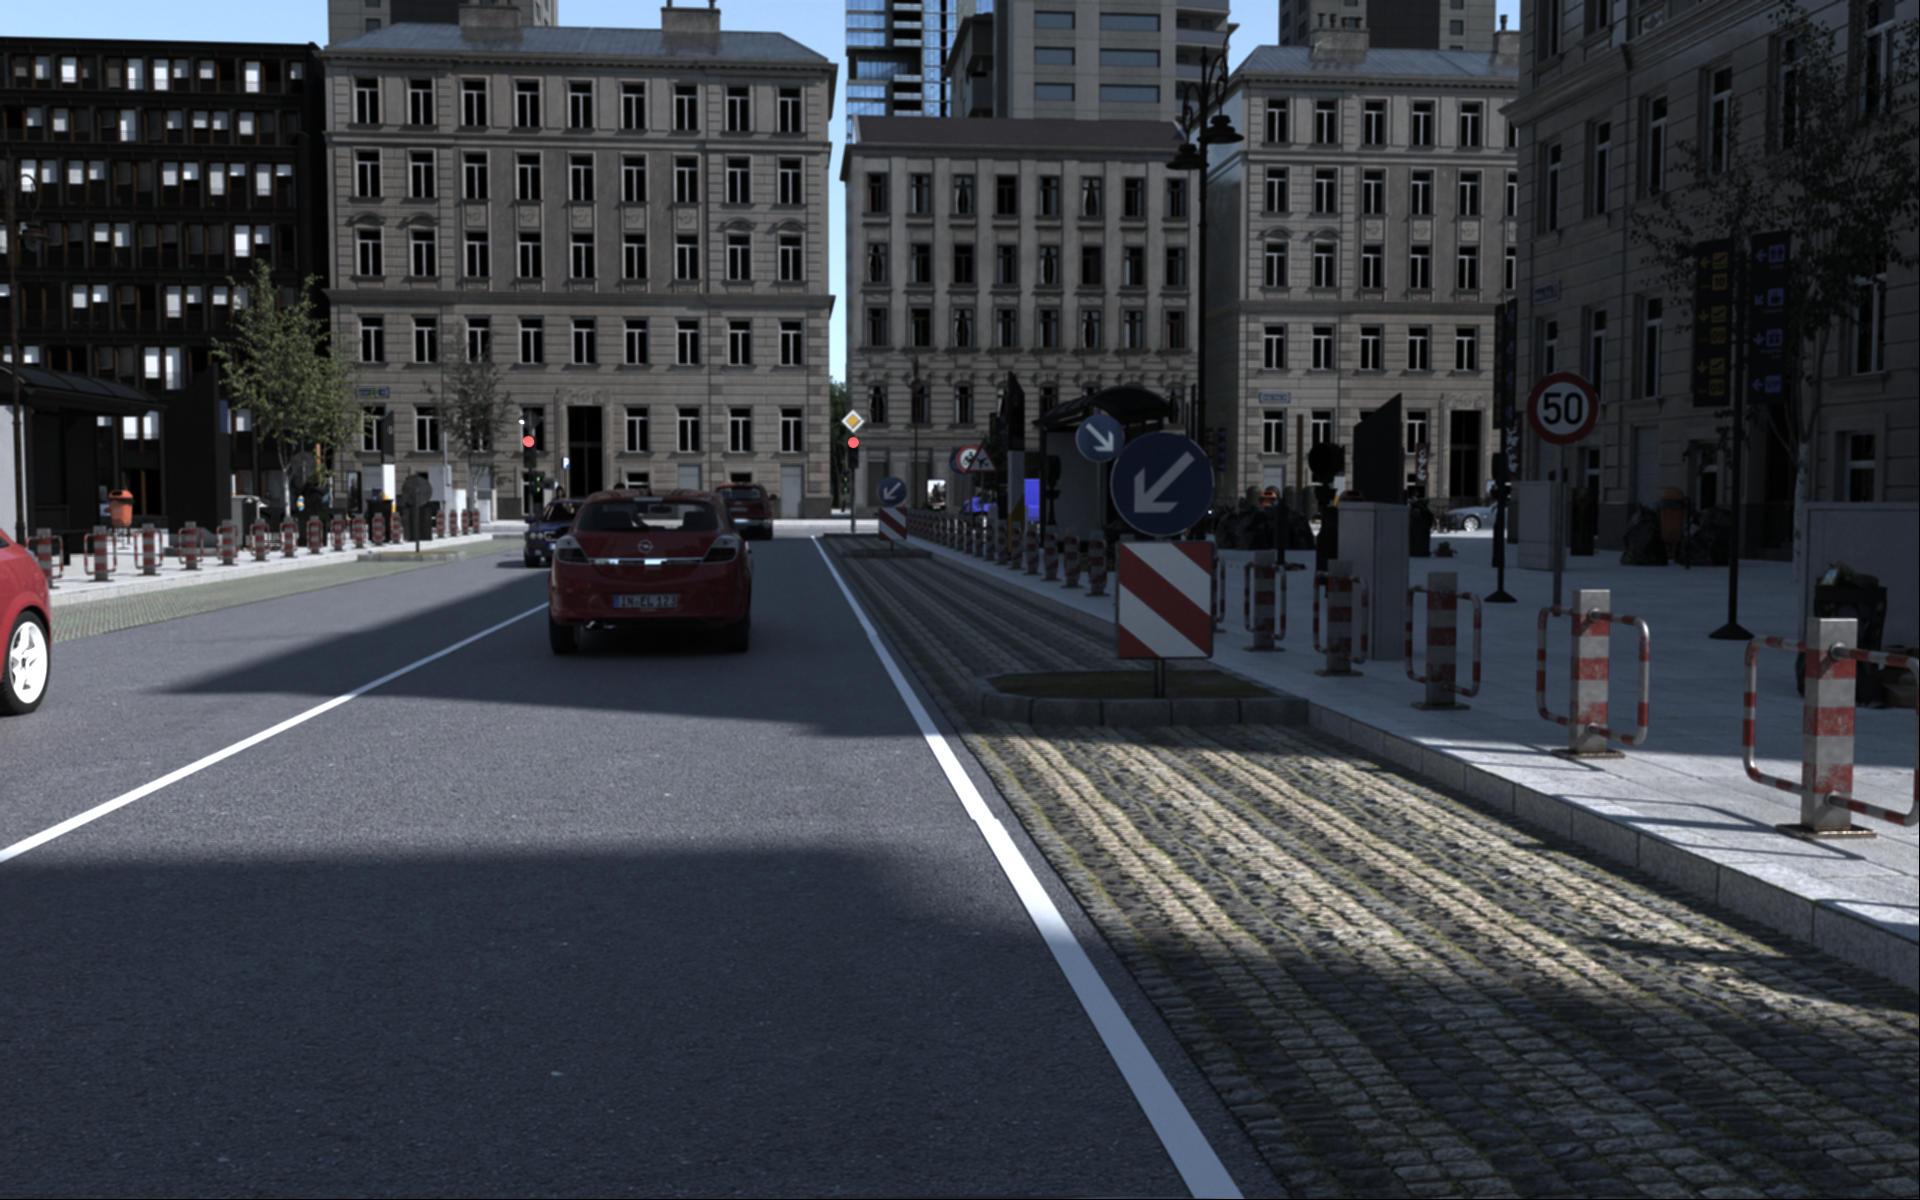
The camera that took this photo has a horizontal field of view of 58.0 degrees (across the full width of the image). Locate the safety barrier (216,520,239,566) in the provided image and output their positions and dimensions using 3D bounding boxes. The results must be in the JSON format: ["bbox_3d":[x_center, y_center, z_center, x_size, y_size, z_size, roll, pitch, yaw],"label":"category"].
[{"bbox_3d":[-13.118,-1.024,31.018,0.300,0.817,1.120,0,4,-6],"label":"safety barrier"}]

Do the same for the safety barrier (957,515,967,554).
[{"bbox_3d":[0.196,-1.395,37.079,0.300,0.817,1.120,0,4,-6],"label":"safety barrier"}]

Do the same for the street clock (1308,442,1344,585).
[{"bbox_3d":[5.143,-1.213,24.400,0.358,2.002,0.471,-2,4,-34],"label":"street clock"}]

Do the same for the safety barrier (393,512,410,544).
[{"bbox_3d":[-14.464,-1.844,44.421,0.300,0.817,1.120,0,4,-6],"label":"safety barrier"}]

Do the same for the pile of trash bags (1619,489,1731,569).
[{"bbox_3d":[12.801,-1.301,31.028,1.912,1.369,3.447,1,4,23],"label":"pile of trash bags"}]

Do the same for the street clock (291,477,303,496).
[{"bbox_3d":[-27.503,-4.121,71.950,0.358,2.002,0.471,2,4,35],"label":"street clock"}]

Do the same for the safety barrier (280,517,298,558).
[{"bbox_3d":[-13.505,-1.258,34.847,0.300,0.817,1.120,0,4,-6],"label":"safety barrier"}]

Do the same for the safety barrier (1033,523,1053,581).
[{"bbox_3d":[1.345,-0.694,25.617,0.300,0.817,1.120,0,4,-6],"label":"safety barrier"}]

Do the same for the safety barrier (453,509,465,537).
[{"bbox_3d":[-15.225,-2.310,52.051,0.300,0.817,1.120,0,4,-6],"label":"safety barrier"}]

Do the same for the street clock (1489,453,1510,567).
[{"bbox_3d":[9.446,-1.576,30.333,0.358,2.002,0.471,2,4,25],"label":"street clock"}]

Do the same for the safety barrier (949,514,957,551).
[{"bbox_3d":[0.008,-1.511,38.987,0.300,0.817,1.120,0,4,-6],"label":"safety barrier"}]

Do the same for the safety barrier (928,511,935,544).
[{"bbox_3d":[-0.568,-1.863,44.730,0.300,0.817,1.120,0,4,-6],"label":"safety barrier"}]

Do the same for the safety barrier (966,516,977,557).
[{"bbox_3d":[0.388,-1.278,35.172,0.300,0.817,1.120,0,4,-6],"label":"safety barrier"}]

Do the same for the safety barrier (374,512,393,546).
[{"bbox_3d":[-14.271,-1.727,42.508,0.300,0.817,1.120,0,4,-6],"label":"safety barrier"}]

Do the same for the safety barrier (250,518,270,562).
[{"bbox_3d":[-13.308,-1.141,32.925,0.300,0.817,1.120,0,4,-6],"label":"safety barrier"}]

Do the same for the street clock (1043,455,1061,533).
[{"bbox_3d":[1.706,-1.692,32.235,0.358,2.002,0.471,-1,4,-12],"label":"street clock"}]

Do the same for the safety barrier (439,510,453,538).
[{"bbox_3d":[-15.035,-2.194,50.143,0.300,0.817,1.120,0,4,-6],"label":"safety barrier"}]

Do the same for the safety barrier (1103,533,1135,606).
[{"bbox_3d":[1.920,-0.344,19.892,0.300,0.817,1.120,0,4,-6],"label":"safety barrier"}]

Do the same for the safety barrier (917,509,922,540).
[{"bbox_3d":[-0.954,-2.096,48.549,0.300,0.817,1.120,0,4,-6],"label":"safety barrier"}]

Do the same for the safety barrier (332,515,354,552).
[{"bbox_3d":[-13.885,-1.492,38.662,0.300,0.817,1.120,0,4,-6],"label":"safety barrier"}]

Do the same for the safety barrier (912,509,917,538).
[{"bbox_3d":[-1.147,-2.213,50.459,0.300,0.817,1.120,0,4,-6],"label":"safety barrier"}]

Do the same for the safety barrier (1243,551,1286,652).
[{"bbox_3d":[2.492,0.006,14.170,0.300,0.817,1.120,0,4,-6],"label":"safety barrier"}]

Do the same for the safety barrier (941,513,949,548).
[{"bbox_3d":[-0.187,-1.628,40.894,0.300,0.817,1.120,0,4,-6],"label":"safety barrier"}]

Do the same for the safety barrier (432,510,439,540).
[{"bbox_3d":[-14.842,-2.077,48.236,0.300,0.817,1.120,0,4,-6],"label":"safety barrier"}]

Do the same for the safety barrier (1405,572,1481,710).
[{"bbox_3d":[2.876,0.240,10.347,0.300,0.817,1.120,0,4,-6],"label":"safety barrier"}]

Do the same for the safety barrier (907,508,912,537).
[{"bbox_3d":[-1.338,-2.330,52.376,0.300,0.817,1.120,0,4,-6],"label":"safety barrier"}]

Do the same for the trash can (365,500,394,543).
[{"bbox_3d":[-15.155,-2.055,45.261,0.748,1.137,0.748,0,3,0],"label":"trash can"}]

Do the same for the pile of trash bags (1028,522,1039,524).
[{"bbox_3d":[2.999,-3.955,74.412,1.912,1.369,3.447,1,4,15],"label":"pile of trash bags"}]

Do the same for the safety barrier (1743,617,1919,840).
[{"bbox_3d":[3.260,0.476,6.500,0.300,0.817,1.120,0,4,-6],"label":"safety barrier"}]

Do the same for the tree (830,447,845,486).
[{"bbox_3d":[-16.645,-18.939,216.303,9.857,13.997,8.962,0,3,0],"label":"tree"}]

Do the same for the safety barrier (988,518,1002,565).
[{"bbox_3d":[0.770,-1.045,31.357,0.300,0.817,1.120,0,4,-6],"label":"safety barrier"}]

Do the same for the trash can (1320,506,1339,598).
[{"bbox_3d":[4.602,-0.531,20.334,0.748,1.137,0.748,0,3,0],"label":"trash can"}]

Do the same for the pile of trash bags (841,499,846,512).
[{"bbox_3d":[-7.054,-6.836,121.527,1.912,1.369,3.447,-2,4,-24],"label":"pile of trash bags"}]

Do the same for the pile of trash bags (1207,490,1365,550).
[{"bbox_3d":[7.737,-1.870,40.333,3.447,1.369,1.912,0,4,-7],"label":"pile of trash bags"}]

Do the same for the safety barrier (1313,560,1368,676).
[{"bbox_3d":[2.684,0.124,12.254,0.300,0.817,1.120,0,4,-6],"label":"safety barrier"}]

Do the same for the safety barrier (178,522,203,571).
[{"bbox_3d":[-12.924,-0.907,29.108,0.300,0.817,1.120,0,4,-6],"label":"safety barrier"}]

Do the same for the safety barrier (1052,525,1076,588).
[{"bbox_3d":[1.534,-0.577,23.707,0.300,0.817,1.120,0,4,-6],"label":"safety barrier"}]

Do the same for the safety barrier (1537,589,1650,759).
[{"bbox_3d":[3.067,0.357,8.440,0.300,0.817,1.120,0,4,-6],"label":"safety barrier"}]

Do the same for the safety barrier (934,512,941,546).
[{"bbox_3d":[-0.379,-1.745,42.814,0.300,0.817,1.120,0,4,-6],"label":"safety barrier"}]

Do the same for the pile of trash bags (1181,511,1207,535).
[{"bbox_3d":[8.375,-2.780,55.198,3.447,1.369,1.912,0,4,0],"label":"pile of trash bags"}]

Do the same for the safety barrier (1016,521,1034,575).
[{"bbox_3d":[1.153,-0.811,27.528,0.300,0.817,1.120,0,4,-6],"label":"safety barrier"}]

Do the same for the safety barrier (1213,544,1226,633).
[{"bbox_3d":[2.303,-0.110,16.077,0.300,0.817,1.120,0,4,-6],"label":"safety barrier"}]

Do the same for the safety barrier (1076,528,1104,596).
[{"bbox_3d":[1.729,-0.460,21.799,0.300,0.817,1.120,0,4,-6],"label":"safety barrier"}]

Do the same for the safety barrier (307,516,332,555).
[{"bbox_3d":[-13.693,-1.375,36.755,0.300,0.817,1.120,0,4,-6],"label":"safety barrier"}]

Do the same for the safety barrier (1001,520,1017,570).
[{"bbox_3d":[0.960,-0.928,29.448,0.300,0.817,1.120,0,4,-6],"label":"safety barrier"}]

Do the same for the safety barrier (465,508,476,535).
[{"bbox_3d":[-15.419,-2.428,53.970,0.300,0.817,1.120,0,4,-6],"label":"safety barrier"}]

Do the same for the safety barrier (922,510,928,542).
[{"bbox_3d":[-0.762,-1.979,46.637,0.300,0.817,1.120,0,4,-6],"label":"safety barrier"}]

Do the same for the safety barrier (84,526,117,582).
[{"bbox_3d":[-12.543,-0.673,25.278,0.300,0.817,1.120,0,4,-6],"label":"safety barrier"}]

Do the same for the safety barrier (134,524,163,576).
[{"bbox_3d":[-12.735,-0.790,27.186,0.300,0.817,1.120,0,4,-6],"label":"safety barrier"}]

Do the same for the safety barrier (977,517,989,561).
[{"bbox_3d":[0.579,-1.161,33.264,0.300,0.817,1.120,0,4,-6],"label":"safety barrier"}]

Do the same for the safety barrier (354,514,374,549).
[{"bbox_3d":[-14.080,-1.610,40.591,0.300,0.817,1.120,0,4,-6],"label":"safety barrier"}]

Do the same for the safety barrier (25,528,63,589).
[{"bbox_3d":[-12.351,-0.556,23.371,0.300,0.817,1.120,0,4,-6],"label":"safety barrier"}]

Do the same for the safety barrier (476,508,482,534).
[{"bbox_3d":[-15.611,-2.544,55.878,0.300,0.817,1.120,0,4,-6],"label":"safety barrier"}]
